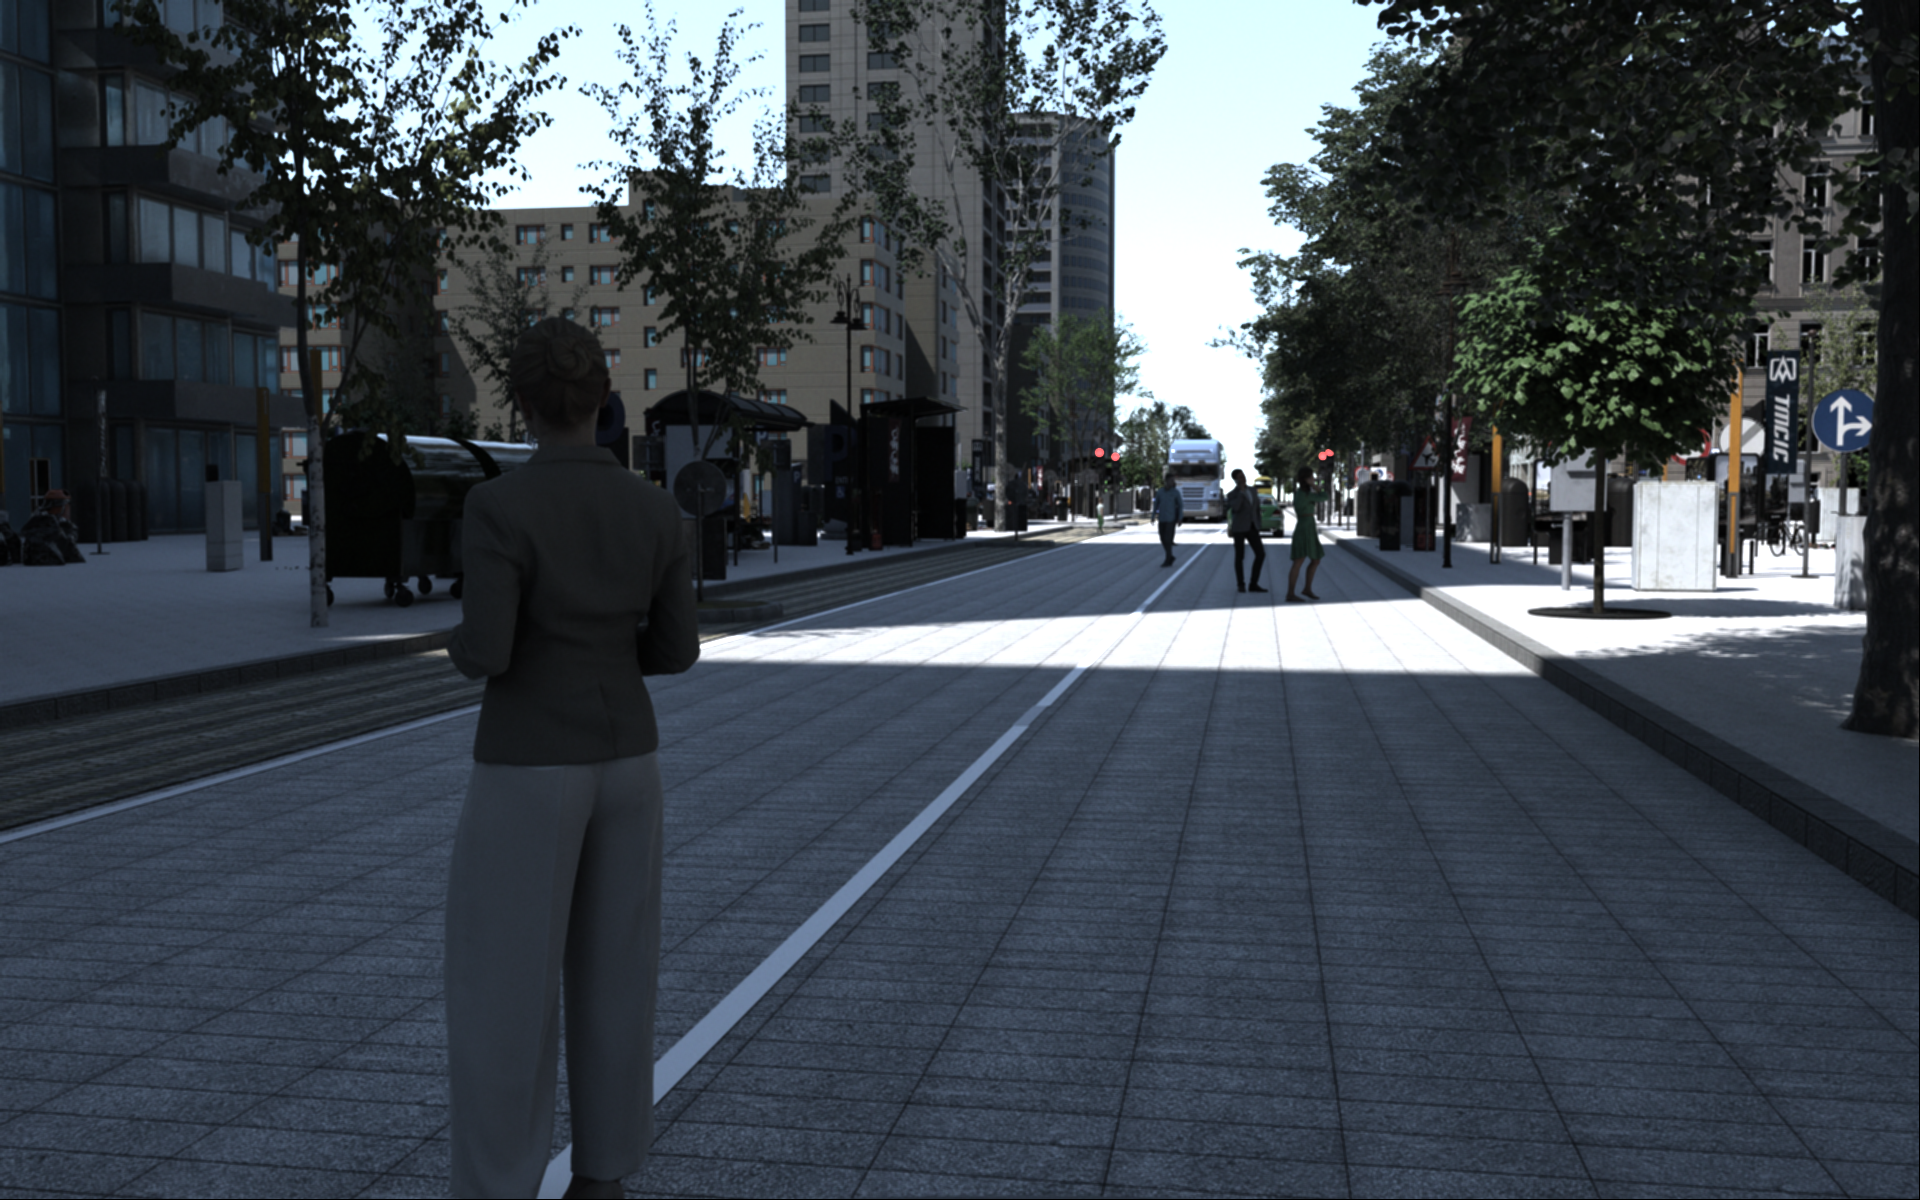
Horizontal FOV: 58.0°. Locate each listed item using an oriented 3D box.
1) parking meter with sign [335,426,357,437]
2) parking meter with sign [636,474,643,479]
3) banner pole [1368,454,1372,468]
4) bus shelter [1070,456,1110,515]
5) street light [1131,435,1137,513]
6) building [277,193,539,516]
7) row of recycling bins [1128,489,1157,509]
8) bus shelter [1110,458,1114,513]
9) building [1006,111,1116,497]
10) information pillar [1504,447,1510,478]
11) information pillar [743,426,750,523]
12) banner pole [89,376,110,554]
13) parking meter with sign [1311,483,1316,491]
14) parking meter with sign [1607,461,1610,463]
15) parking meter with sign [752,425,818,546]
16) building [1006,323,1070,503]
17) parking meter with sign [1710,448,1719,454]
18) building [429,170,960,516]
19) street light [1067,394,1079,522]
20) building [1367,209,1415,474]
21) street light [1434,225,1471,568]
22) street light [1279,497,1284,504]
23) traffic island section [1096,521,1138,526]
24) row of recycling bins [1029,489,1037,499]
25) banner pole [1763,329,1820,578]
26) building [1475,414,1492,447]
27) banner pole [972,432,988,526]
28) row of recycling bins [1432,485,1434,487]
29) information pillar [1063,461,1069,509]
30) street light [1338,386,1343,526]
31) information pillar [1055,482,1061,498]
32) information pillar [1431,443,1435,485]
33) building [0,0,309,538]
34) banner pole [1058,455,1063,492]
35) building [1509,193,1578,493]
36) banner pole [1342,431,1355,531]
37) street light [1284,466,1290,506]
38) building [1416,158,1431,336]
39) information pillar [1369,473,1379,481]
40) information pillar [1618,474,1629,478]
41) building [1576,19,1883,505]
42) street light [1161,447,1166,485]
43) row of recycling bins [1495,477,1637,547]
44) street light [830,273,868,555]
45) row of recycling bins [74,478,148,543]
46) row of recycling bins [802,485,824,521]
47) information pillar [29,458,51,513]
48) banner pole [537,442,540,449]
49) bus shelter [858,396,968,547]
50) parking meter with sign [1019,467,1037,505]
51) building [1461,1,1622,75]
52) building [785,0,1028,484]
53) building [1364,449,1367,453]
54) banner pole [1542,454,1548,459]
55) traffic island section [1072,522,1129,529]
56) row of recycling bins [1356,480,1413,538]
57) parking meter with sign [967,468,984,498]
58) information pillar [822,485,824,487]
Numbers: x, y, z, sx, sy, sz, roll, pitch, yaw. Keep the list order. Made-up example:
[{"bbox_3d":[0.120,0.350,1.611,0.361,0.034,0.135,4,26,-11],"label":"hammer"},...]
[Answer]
[{"bbox_3d":[-15.680,-2.885,43.430,0.543,3.016,1.738,0,4,2],"label":"parking meter with sign"},{"bbox_3d":[-12.406,-4.255,65.837,0.543,3.016,1.738,3,5,43],"label":"parking meter with sign"},{"bbox_3d":[25.794,-7.303,109.416,0.863,3.779,0.401,-2,4,-33],"label":"banner pole"},{"bbox_3d":[8.072,-7.166,108.453,1.731,3.624,6.357,1,4,10],"label":"bus shelter"},{"bbox_3d":[11.834,-8.923,118.684,0.468,5.910,1.993,1,4,10],"label":"street light"},{"bbox_3d":[-47.998,-16.633,116.992,28.899,21.520,27.650,1,4,10],"label":"building"},{"bbox_3d":[15.306,-8.454,145.338,1.069,1.692,3.534,3,5,43],"label":"row of recycling bins"},{"bbox_3d":[9.627,-7.670,116.694,1.731,3.624,6.357,1,4,10],"label":"bus shelter"},{"bbox_3d":[12.202,-44.333,266.840,21.231,58.520,28.212,1,4,10],"label":"building"},{"bbox_3d":[26.474,-5.667,84.011,0.504,3.616,0.183,-2,4,-35],"label":"information pillar"},{"bbox_3d":[-7.091,-4.052,57.610,0.183,3.616,0.504,1,4,9],"label":"information pillar"},{"bbox_3d":[-18.192,-2.854,36.674,0.863,3.779,0.401,3,5,45],"label":"banner pole"},{"bbox_3d":[24.990,-7.704,122.220,1.738,3.016,0.543,-2,4,-23],"label":"parking meter with sign"},{"bbox_3d":[23.904,-4.244,65.654,1.738,3.016,0.543,-3,5,-39],"label":"parking meter with sign"},{"bbox_3d":[-4.344,-2.877,43.300,1.738,3.016,0.543,2,4,33],"label":"parking meter with sign"},{"bbox_3d":[-3.104,-21.280,192.969,27.650,21.520,28.899,1,4,10],"label":"building"},{"bbox_3d":[29.468,-4.276,66.174,1.738,3.016,0.543,-2,4,-25],"label":"parking meter with sign"},{"bbox_3d":[-16.095,-16.684,117.820,27.650,21.520,28.899,1,4,10],"label":"building"},{"bbox_3d":[5.237,-6.559,80.030,0.468,5.910,1.993,1,4,10],"label":"street light"},{"bbox_3d":[77.248,-40.040,278.359,21.300,48.544,21.600,1,4,10],"label":"building"},{"bbox_3d":[8.507,-3.503,30.064,0.468,5.910,1.993,1,4,10],"label":"street light"},{"bbox_3d":[42.419,-15.529,226.685,0.468,5.910,1.993,1,4,10],"label":"street light"},{"bbox_3d":[7.100,-3.487,79.294,2.009,0.180,2.903,1,4,10],"label":"traffic island section"},{"bbox_3d":[5.911,-7.866,135.716,3.534,1.692,1.069,-2,4,-27],"label":"row of recycling bins"},{"bbox_3d":[12.727,-2.231,26.488,0.863,3.779,0.401,1,4,18],"label":"banner pole"},{"bbox_3d":[50.036,-16.632,139.380,16.820,18.784,16.811,1,4,10],"label":"building"},{"bbox_3d":[0.852,-4.869,69.630,0.863,3.779,0.401,-1,4,-19],"label":"banner pole"},{"bbox_3d":[17.586,-3.660,66.961,3.534,1.692,1.069,0,4,1],"label":"row of recycling bins"},{"bbox_3d":[7.358,-8.045,122.895,0.183,3.616,0.504,-1,4,-16],"label":"information pillar"},{"bbox_3d":[15.116,-5.869,68.753,0.468,5.910,1.993,1,4,10],"label":"street light"},{"bbox_3d":[5.815,-5.986,102.356,0.304,2.012,0.304,1,4,15],"label":"information pillar"},{"bbox_3d":[21.611,-5.409,79.797,0.504,3.616,0.183,0,4,3],"label":"information pillar"},{"bbox_3d":[-38.460,-26.540,53.532,30.456,49.044,23.786,1,4,10],"label":"building"},{"bbox_3d":[6.488,-7.438,111.632,0.401,3.779,0.863,2,4,28],"label":"banner pole"},{"bbox_3d":[43.310,-16.087,117.771,10.420,20.320,16.860,1,4,10],"label":"building"},{"bbox_3d":[13.629,-4.302,60.356,0.401,3.779,0.863,2,4,31],"label":"banner pole"},{"bbox_3d":[35.774,-13.165,188.040,0.468,5.910,1.993,1,4,10],"label":"street light"},{"bbox_3d":[62.311,-32.958,193.483,22.147,44.769,28.867,1,4,10],"label":"building"},{"bbox_3d":[14.216,-3.365,59.506,0.304,2.012,0.304,1,4,9],"label":"information pillar"},{"bbox_3d":[24.779,-3.687,64.770,0.304,2.012,0.304,-2,4,-24],"label":"information pillar"},{"bbox_3d":[46.400,-18.028,92.023,25.104,27.353,12.463,1,4,10],"label":"building"},{"bbox_3d":[18.186,-11.156,155.186,0.468,5.910,1.993,1,4,10],"label":"street light"},{"bbox_3d":[14.753,-2.139,42.090,3.534,1.692,1.069,0,4,1],"label":"row of recycling bins"},{"bbox_3d":[-2.330,-3.894,36.447,0.468,5.910,1.993,1,4,10],"label":"street light"},{"bbox_3d":[-22.792,-2.418,46.653,1.069,1.692,3.534,0,4,-6],"label":"row of recycling bins"},{"bbox_3d":[-7.656,-4.635,82.890,3.534,1.692,1.069,3,5,44],"label":"row of recycling bins"},{"bbox_3d":[-18.830,-1.896,35.491,0.304,2.012,0.304,3,5,42],"label":"information pillar"},{"bbox_3d":[-17.682,-4.988,71.568,0.863,3.779,0.401,1,4,13],"label":"banner pole"},{"bbox_3d":[-1.142,-3.274,44.805,1.731,3.624,6.357,1,4,10],"label":"bus shelter"},{"bbox_3d":[4.052,-7.034,111.268,1.738,3.016,0.543,2,4,34],"label":"parking meter with sign"},{"bbox_3d":[51.777,-31.064,158.012,14.600,45.320,14.200,1,4,10],"label":"building"},{"bbox_3d":[-4.151,-44.539,166.461,20.563,71.187,20.611,1,4,10],"label":"building"},{"bbox_3d":[76.121,-32.186,297.940,14.160,30.474,14.107,1,4,10],"label":"building"},{"bbox_3d":[13.175,-2.959,38.404,0.863,3.779,0.401,-2,4,-29],"label":"banner pole"},{"bbox_3d":[5.742,-3.006,71.425,2.009,0.180,2.903,1,4,10],"label":"traffic island section"},{"bbox_3d":[12.512,-2.691,51.106,1.069,1.692,3.534,0,4,-3],"label":"row of recycling bins"},{"bbox_3d":[1.280,-7.428,117.708,0.543,3.016,1.738,3,5,44],"label":"parking meter with sign"},{"bbox_3d":[-7.327,-6.268,93.839,0.183,3.616,0.504,-3,4,-38],"label":"information pillar"}]
